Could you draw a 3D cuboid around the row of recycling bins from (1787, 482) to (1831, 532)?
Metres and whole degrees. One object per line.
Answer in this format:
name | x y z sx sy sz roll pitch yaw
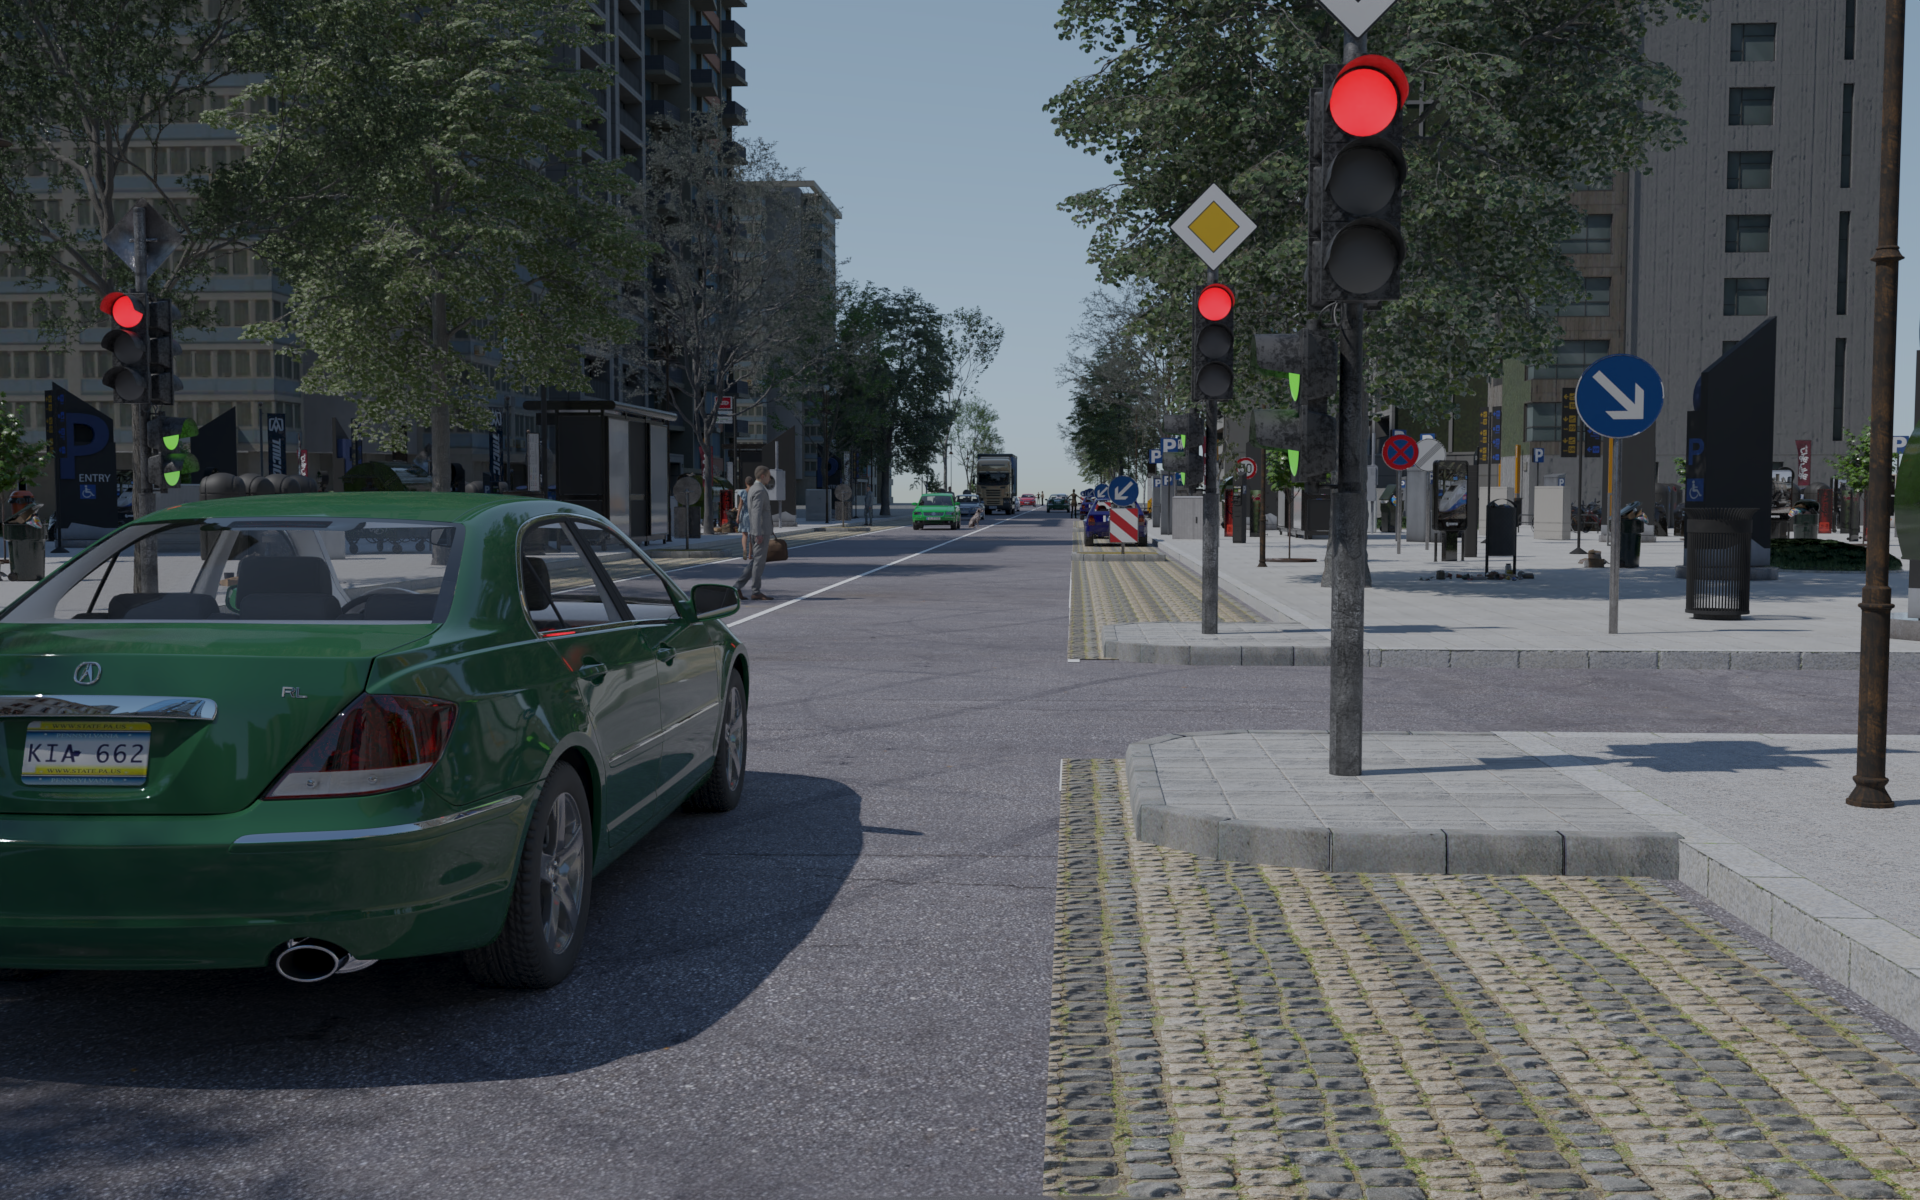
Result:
row of recycling bins | 27.898 -3.194 59.340 3.534 1.692 1.069 1 4 20

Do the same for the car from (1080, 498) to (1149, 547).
car | 4.316 -2.184 48.293 1.945 1.354 3.894 0 4 4

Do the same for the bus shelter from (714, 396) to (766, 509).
bus shelter | -8.786 -5.861 73.464 2.179 5.291 8.768 0 4 4

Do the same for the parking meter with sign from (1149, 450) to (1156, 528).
parking meter with sign | 7.621 -4.325 66.971 0.543 3.016 1.738 0 4 4

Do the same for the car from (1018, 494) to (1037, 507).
car | 7.610 -11.322 194.158 2.155 1.783 4.494 0 4 5

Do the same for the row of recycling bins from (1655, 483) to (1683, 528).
row of recycling bins | 26.557 -3.570 65.484 1.069 1.692 3.534 2 4 33

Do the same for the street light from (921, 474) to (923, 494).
street light | -2.703 -9.215 123.456 0.468 5.910 1.993 0 4 4

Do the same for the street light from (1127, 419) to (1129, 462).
street light | 10.386 -8.196 106.793 0.468 5.910 1.993 0 4 4

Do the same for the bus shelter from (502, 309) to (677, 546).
bus shelter | -8.635 -3.825 40.165 2.179 5.291 8.768 0 4 4

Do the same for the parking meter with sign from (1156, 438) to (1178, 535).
parking meter with sign | 6.566 -3.572 54.656 0.543 3.016 1.738 0 4 5

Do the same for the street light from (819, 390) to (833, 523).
street light | -5.851 -6.316 76.046 0.468 5.910 1.993 0 4 4

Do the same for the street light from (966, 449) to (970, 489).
street light | 0.771 -12.439 176.169 0.468 5.910 1.993 0 4 4

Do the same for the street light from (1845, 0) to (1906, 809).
street light | 3.754 -2.090 6.966 0.468 5.910 1.993 0 4 4

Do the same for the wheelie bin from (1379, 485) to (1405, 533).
wheelie bin | 14.461 -3.062 57.974 0.693 1.594 0.980 -1 4 -17

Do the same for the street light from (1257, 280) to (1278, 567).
street light | 5.323 -3.518 30.307 0.468 5.910 1.993 0 4 4

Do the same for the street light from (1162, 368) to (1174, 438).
street light | 7.215 -5.327 59.882 0.468 5.910 1.993 0 4 4

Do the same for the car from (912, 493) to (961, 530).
car | -0.934 -3.762 70.297 1.959 1.807 4.718 0 4 3

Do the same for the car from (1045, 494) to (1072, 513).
car | 7.639 -7.501 134.446 2.131 1.459 4.920 0 4 3

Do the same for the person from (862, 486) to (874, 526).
person | -4.123 -4.256 78.187 0.391 1.810 0.635 -3 5 -41

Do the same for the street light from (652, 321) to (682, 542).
street light | -7.819 -4.501 46.385 0.468 5.910 1.993 0 4 4

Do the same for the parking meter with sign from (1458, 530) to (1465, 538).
parking meter with sign | 14.207 -3.320 50.543 1.738 3.016 0.543 -2 4 -34

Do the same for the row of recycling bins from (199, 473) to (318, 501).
row of recycling bins | -14.086 -1.709 35.062 1.069 1.692 3.534 1 4 9

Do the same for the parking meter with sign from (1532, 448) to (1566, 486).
parking meter with sign | 22.293 -4.202 64.964 0.543 3.016 1.738 -2 4 -28

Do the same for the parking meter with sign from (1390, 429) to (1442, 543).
parking meter with sign | 12.304 -3.055 46.211 0.543 3.016 1.738 -2 4 -34

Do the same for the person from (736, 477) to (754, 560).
person | -4.535 -1.770 37.530 0.616 1.811 0.778 0 4 -2

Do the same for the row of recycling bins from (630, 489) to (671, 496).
row of recycling bins | -11.074 -3.292 60.938 1.069 1.692 3.534 1 4 9

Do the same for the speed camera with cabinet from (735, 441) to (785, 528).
speed camera with cabinet | -7.558 -4.345 65.380 2.038 3.252 0.660 2 4 33

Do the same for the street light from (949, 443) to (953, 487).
street light | -0.781 -11.024 153.029 0.468 5.910 1.993 0 4 4

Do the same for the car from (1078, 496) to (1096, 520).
car | 7.553 -5.156 96.882 1.945 1.354 3.894 0 4 4

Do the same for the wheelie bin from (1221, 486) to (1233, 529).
wheelie bin | 10.078 -3.430 63.981 0.980 1.594 0.693 3 5 44

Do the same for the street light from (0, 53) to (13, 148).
street light | -9.836 -2.693 16.819 0.468 5.910 1.993 0 4 4

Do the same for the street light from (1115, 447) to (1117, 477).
street light | 12.413 -10.046 137.037 0.468 5.910 1.993 0 4 4

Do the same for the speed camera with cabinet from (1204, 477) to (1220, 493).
speed camera with cabinet | 12.961 -5.637 86.507 0.660 3.252 2.038 -2 4 -25

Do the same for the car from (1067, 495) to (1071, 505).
car | 13.108 -12.690 219.845 2.083 1.381 4.827 0 4 5

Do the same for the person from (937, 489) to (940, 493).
person | -1.363 -5.963 106.544 0.990 1.755 0.434 -3 5 -43

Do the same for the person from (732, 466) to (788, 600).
person | -2.694 -0.903 23.385 0.853 1.813 0.709 -1 4 -18

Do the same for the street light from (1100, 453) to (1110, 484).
street light | 15.926 -13.287 190.036 0.468 5.910 1.993 0 4 4

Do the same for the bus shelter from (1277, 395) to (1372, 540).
bus shelter | 10.715 -4.586 52.612 2.179 5.291 8.768 0 4 4

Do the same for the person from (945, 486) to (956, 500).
person | -0.509 -4.614 84.038 0.694 1.812 0.767 -1 4 -20

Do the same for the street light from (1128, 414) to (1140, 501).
street light | 9.192 -7.187 90.295 0.468 5.910 1.993 0 4 4

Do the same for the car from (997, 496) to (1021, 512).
car | 4.010 -7.985 142.919 2.083 1.381 4.827 0 4 2

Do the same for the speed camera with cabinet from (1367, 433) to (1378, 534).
speed camera with cabinet | 13.418 -3.832 56.983 0.660 3.252 2.038 1 4 15

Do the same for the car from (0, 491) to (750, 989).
car | -1.985 0.325 6.483 2.131 1.459 4.920 0 4 3

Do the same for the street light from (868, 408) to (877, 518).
street light | -4.763 -7.365 93.208 0.468 5.910 1.993 0 4 4

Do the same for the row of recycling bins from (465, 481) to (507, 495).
row of recycling bins | -15.492 -2.928 54.982 3.534 1.692 1.069 3 4 38

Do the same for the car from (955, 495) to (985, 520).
car | 0.395 -5.142 96.075 2.014 1.417 4.499 0 4 5
